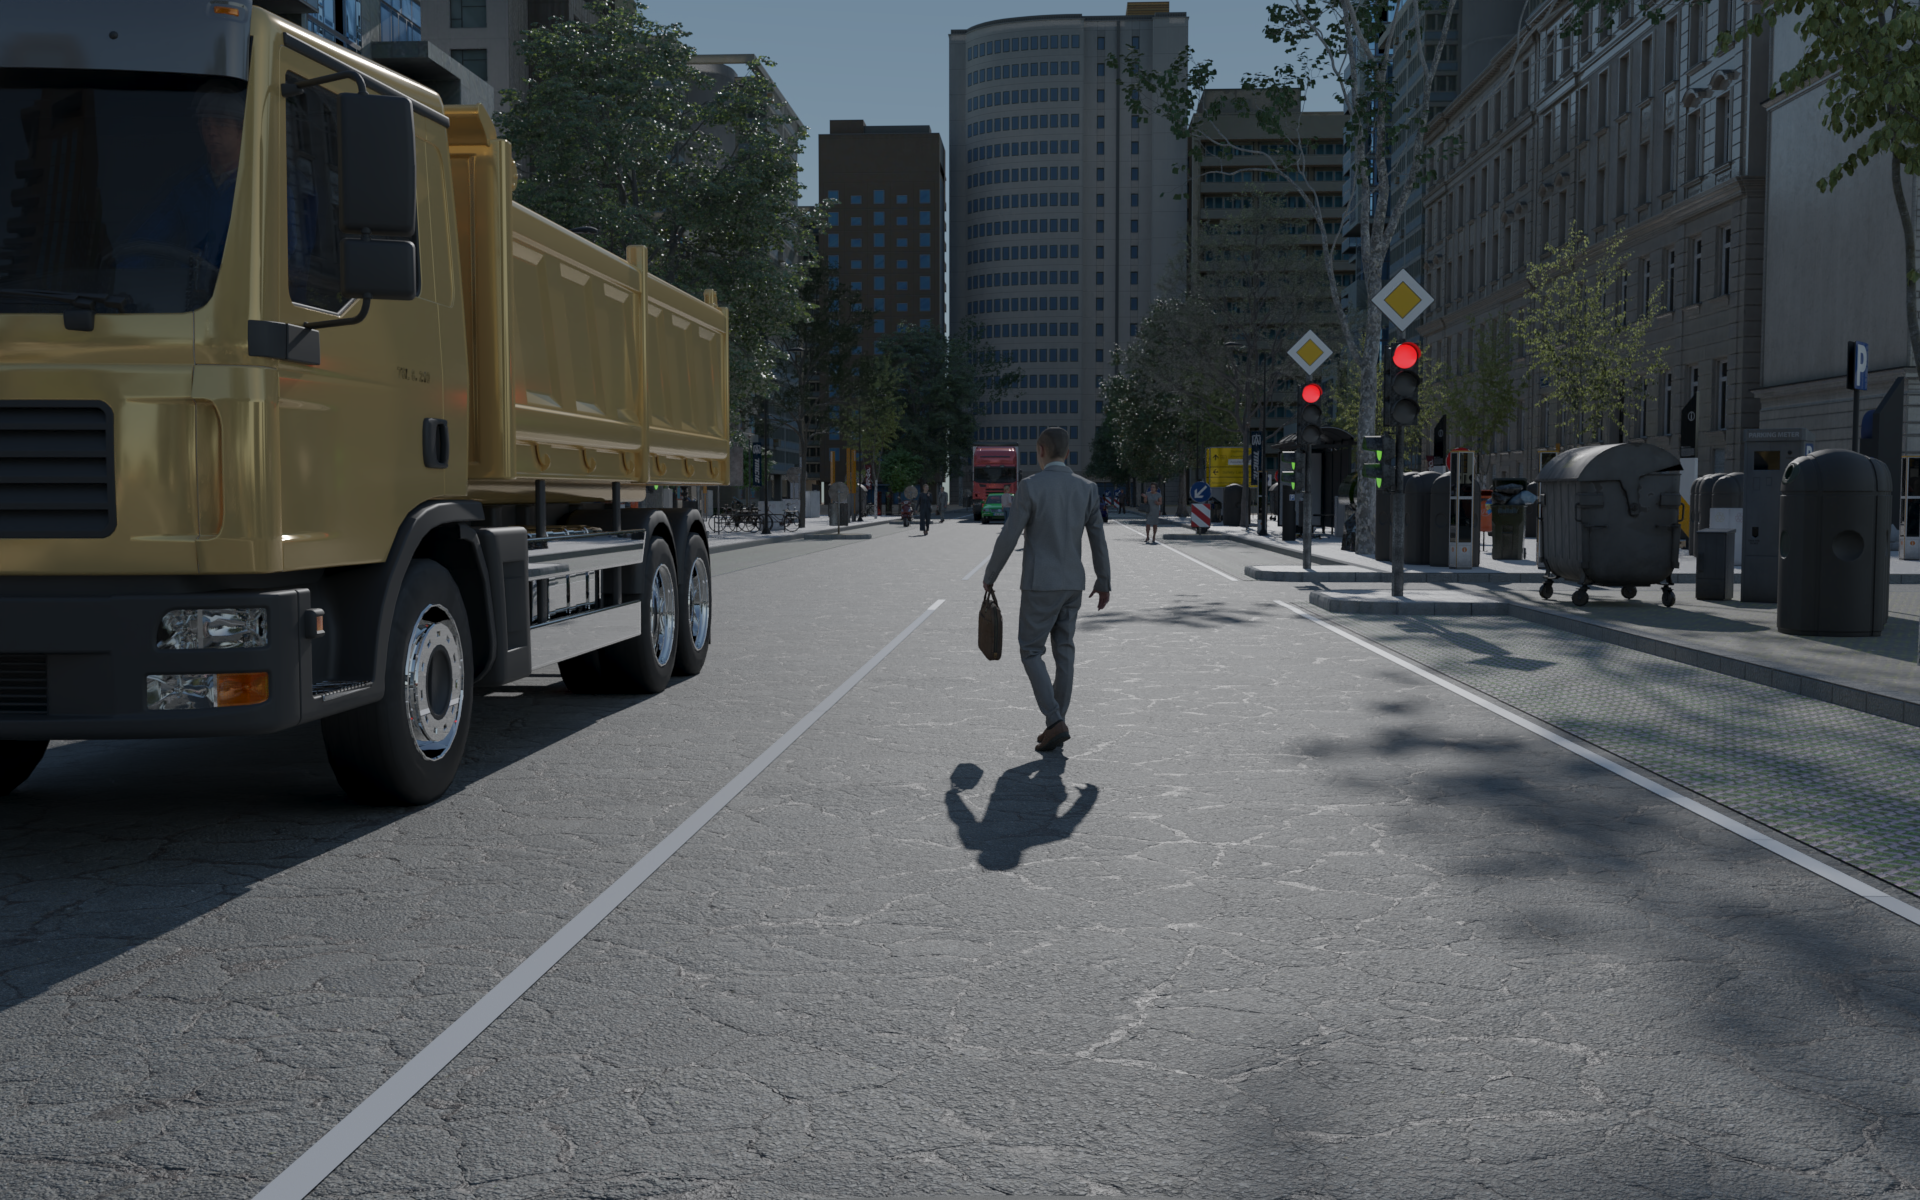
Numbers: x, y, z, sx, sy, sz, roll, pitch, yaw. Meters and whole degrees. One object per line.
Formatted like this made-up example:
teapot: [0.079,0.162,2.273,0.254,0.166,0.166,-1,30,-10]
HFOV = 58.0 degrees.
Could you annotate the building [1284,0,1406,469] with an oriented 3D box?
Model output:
building: [41.093,-51.011,146.701,22.319,86.520,31.000,0,4,3]

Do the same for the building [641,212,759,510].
building: [-30.422,-16.917,121.626,27.650,21.520,28.899,0,4,3]

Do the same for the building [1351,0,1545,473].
building: [43.393,-26.197,120.204,32.217,40.220,23.993,0,4,3]

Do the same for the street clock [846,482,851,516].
street clock: [-6.412,-5.840,100.048,0.358,2.002,0.471,-2,4,-30]

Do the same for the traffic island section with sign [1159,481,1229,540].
traffic island section with sign: [7.415,-2.813,54.612,1.989,1.847,2.006,0,4,3]

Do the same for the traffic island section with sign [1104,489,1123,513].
traffic island section with sign: [11.852,-7.514,131.483,1.989,1.847,2.006,0,4,3]

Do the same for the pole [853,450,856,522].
pole: [-4.888,-5.250,79.678,0.158,3.312,0.155,0,3,0]

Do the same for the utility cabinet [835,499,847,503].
utility cabinet: [-5.947,-4.660,87.357,0.306,1.237,1.020,2,4,32]

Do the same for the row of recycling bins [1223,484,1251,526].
row of recycling bins: [11.492,-3.968,71.996,1.069,1.692,3.534,1,4,15]

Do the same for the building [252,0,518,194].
building: [-29.206,-45.609,58.378,22.319,86.520,31.000,0,4,3]

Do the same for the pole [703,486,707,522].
pole: [-11.924,-5.326,80.916,0.158,3.312,0.155,0,3,0]

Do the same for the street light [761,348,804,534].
street light: [-5.657,-5.055,55.185,1.470,5.913,1.316,0,4,3]

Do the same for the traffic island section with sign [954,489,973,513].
traffic island section with sign: [0.605,-7.552,132.101,1.989,1.847,2.006,0,4,3]

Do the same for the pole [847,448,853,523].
pole: [-4.932,-5.061,76.597,0.158,3.312,0.155,0,3,0]

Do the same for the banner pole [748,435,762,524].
banner pole: [-8.726,-5.101,73.419,0.863,3.779,0.401,2,4,29]

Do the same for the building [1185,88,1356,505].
building: [37.927,-35.882,210.373,21.600,48.544,21.300,0,4,3]

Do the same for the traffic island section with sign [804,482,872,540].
traffic island section with sign: [-3.844,-2.838,55.034,1.989,1.847,2.006,0,4,3]

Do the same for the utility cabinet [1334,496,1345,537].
utility cabinet: [11.629,-2.454,51.283,1.020,1.237,0.306,0,4,-3]

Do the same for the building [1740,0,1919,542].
building: [32.875,-11.154,46.995,19.286,19.102,10.561,0,4,3]

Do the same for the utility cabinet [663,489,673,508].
utility cabinet: [-12.438,-3.844,71.533,1.173,1.500,0.318,2,4,24]

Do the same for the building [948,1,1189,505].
building: [12.911,-40.986,212.126,28.212,58.520,21.231,0,4,3]

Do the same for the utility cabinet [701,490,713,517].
utility cabinet: [-13.972,-5.326,95.765,0.318,1.500,1.173,-2,4,-26]

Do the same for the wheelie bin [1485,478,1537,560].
wheelie bin: [10.754,-1.586,33.841,0.980,1.594,0.693,1,4,22]

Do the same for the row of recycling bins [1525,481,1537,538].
row of recycling bins: [17.047,-2.719,51.564,1.069,1.692,3.534,-2,4,-23]

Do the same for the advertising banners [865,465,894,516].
advertising banners: [-4.832,-6.525,102.873,2.074,3.025,0.090,2,4,32]

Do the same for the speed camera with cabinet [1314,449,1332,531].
speed camera with cabinet: [12.285,-4.008,59.869,2.038,3.252,0.660,-1,4,-10]

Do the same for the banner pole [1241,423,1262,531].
banner pole: [10.246,-4.321,60.670,0.401,3.779,0.863,-3,5,-42]

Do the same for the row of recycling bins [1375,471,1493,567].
row of recycling bins: [8.565,-1.519,31.950,1.069,1.692,3.534,0,4,-6]

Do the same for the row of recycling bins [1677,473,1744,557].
row of recycling bins: [15.235,-1.683,34.628,1.069,1.692,3.534,1,4,15]

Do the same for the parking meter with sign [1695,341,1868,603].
parking meter with sign: [9.662,-1.480,20.465,1.738,3.016,0.543,3,5,41]

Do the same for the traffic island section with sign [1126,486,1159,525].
traffic island section with sign: [8.985,-4.468,81.678,1.989,1.847,2.006,0,4,3]

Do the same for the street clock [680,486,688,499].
street clock: [-11.957,-4.312,75.064,0.471,2.002,0.358,-1,4,-15]

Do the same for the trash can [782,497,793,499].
trash can: [-9.678,-5.247,97.446,0.748,1.137,0.748,0,3,0]

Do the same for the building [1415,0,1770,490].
building: [32.464,-17.938,90.557,12.463,27.353,25.104,0,4,3]

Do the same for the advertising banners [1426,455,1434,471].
advertising banners: [22.019,-5.047,78.711,2.074,3.025,0.090,-1,4,-20]

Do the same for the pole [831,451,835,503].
pole: [-6.051,-5.420,82.460,0.158,3.312,0.155,0,3,0]

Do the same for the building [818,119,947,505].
building: [-9.088,-34.257,210.217,14.200,45.320,14.600,0,4,3]

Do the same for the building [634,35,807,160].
building: [-26.694,-28.187,152.737,23.993,40.220,32.217,0,4,3]

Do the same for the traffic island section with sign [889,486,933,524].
traffic island section with sign: [-2.284,-4.494,82.104,1.989,1.847,2.006,0,4,3]

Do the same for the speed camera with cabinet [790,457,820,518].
speed camera with cabinet: [-8.340,-6.053,93.299,0.660,3.252,2.038,2,4,29]

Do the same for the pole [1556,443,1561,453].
pole: [24.089,-4.647,69.823,0.158,3.312,0.155,0,3,0]

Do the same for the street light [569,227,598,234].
street light: [-6.986,-3.531,30.270,1.470,5.913,1.316,0,4,3]

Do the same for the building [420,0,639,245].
building: [-25.333,-19.493,90.413,14.160,30.474,14.107,0,4,3]

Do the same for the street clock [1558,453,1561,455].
street clock: [10.562,-1.577,30.352,0.358,2.002,0.471,1,4,18]

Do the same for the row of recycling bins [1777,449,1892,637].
row of recycling bins: [8.621,-0.608,17.052,1.069,1.692,3.534,2,4,26]

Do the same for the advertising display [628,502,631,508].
advertising display: [-17.320,-5.213,90.447,0.974,1.923,0.123,0,4,5]
